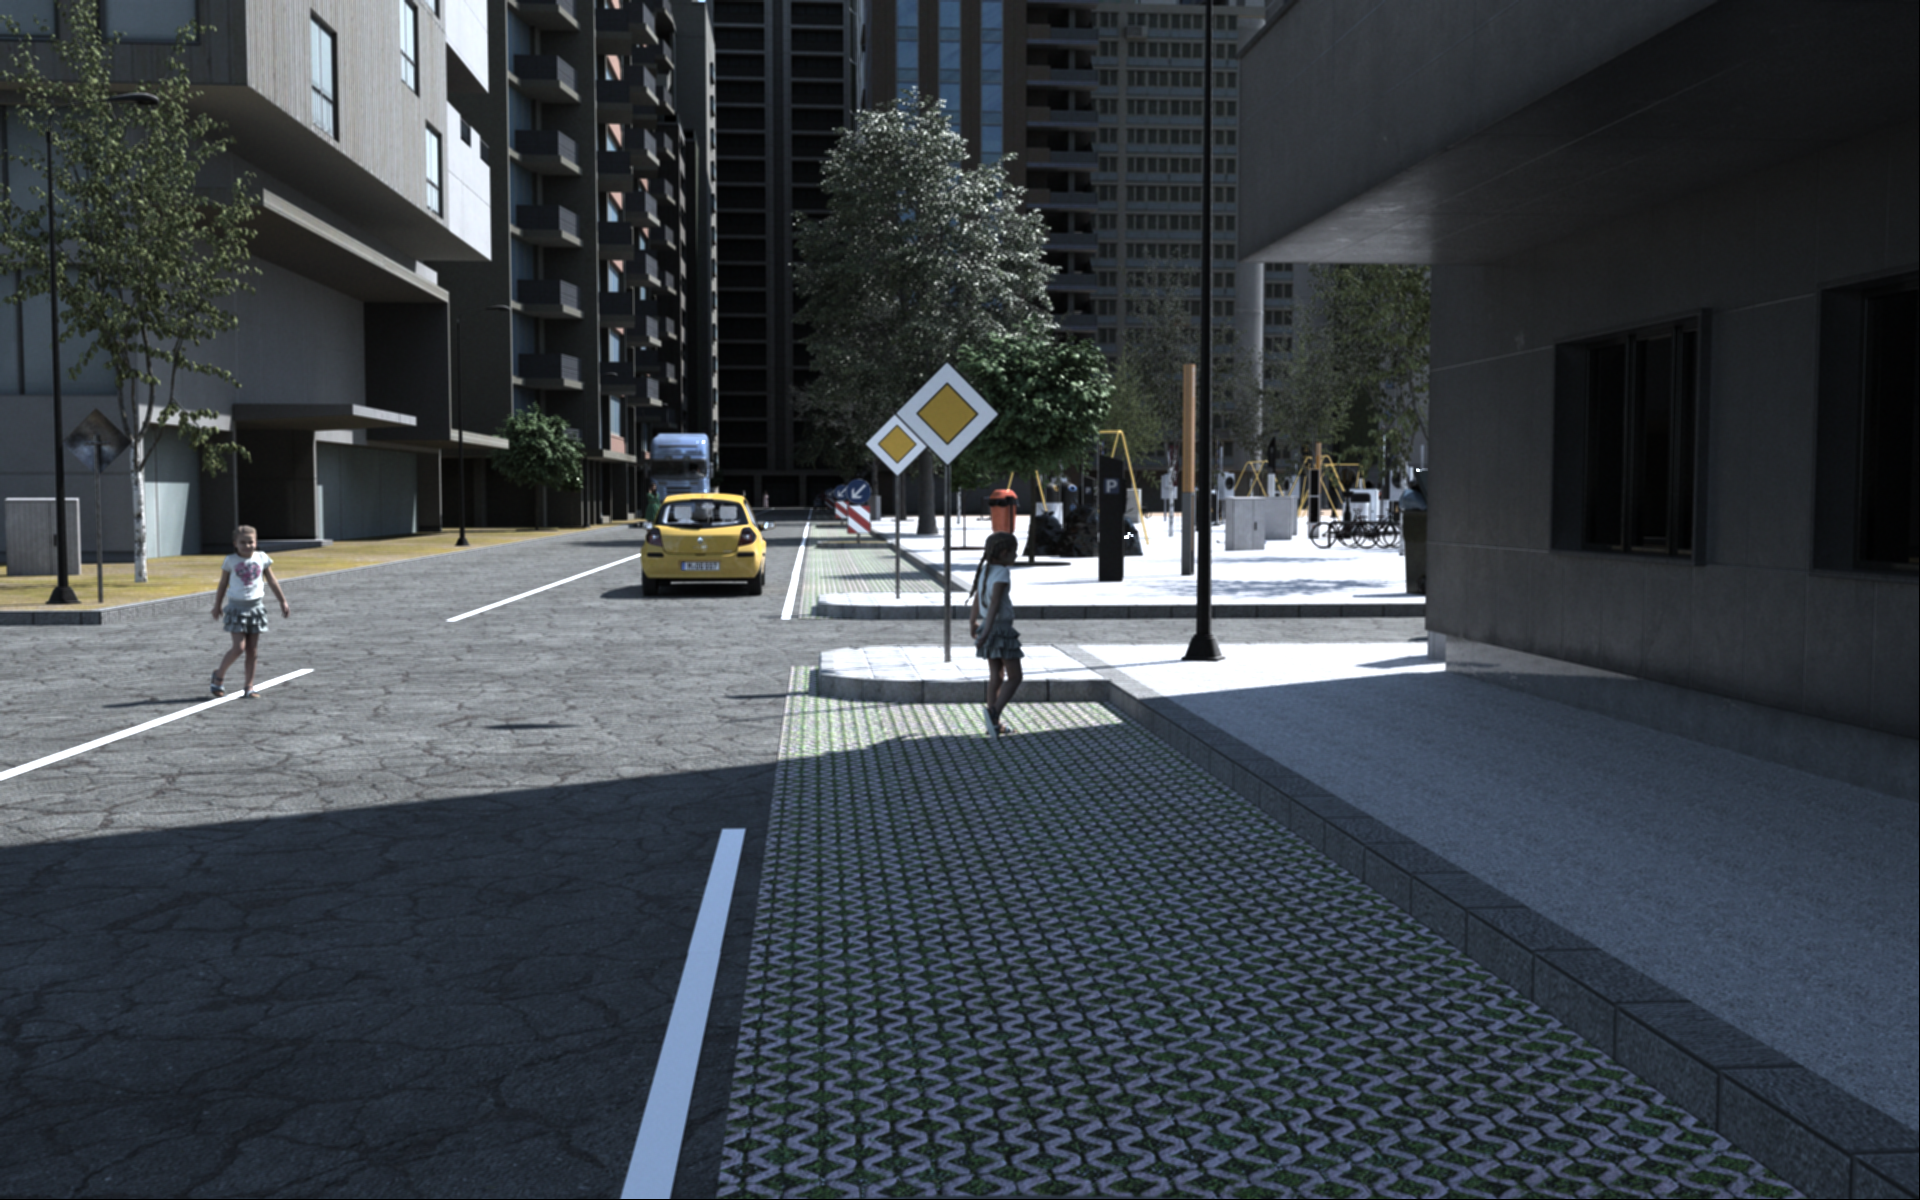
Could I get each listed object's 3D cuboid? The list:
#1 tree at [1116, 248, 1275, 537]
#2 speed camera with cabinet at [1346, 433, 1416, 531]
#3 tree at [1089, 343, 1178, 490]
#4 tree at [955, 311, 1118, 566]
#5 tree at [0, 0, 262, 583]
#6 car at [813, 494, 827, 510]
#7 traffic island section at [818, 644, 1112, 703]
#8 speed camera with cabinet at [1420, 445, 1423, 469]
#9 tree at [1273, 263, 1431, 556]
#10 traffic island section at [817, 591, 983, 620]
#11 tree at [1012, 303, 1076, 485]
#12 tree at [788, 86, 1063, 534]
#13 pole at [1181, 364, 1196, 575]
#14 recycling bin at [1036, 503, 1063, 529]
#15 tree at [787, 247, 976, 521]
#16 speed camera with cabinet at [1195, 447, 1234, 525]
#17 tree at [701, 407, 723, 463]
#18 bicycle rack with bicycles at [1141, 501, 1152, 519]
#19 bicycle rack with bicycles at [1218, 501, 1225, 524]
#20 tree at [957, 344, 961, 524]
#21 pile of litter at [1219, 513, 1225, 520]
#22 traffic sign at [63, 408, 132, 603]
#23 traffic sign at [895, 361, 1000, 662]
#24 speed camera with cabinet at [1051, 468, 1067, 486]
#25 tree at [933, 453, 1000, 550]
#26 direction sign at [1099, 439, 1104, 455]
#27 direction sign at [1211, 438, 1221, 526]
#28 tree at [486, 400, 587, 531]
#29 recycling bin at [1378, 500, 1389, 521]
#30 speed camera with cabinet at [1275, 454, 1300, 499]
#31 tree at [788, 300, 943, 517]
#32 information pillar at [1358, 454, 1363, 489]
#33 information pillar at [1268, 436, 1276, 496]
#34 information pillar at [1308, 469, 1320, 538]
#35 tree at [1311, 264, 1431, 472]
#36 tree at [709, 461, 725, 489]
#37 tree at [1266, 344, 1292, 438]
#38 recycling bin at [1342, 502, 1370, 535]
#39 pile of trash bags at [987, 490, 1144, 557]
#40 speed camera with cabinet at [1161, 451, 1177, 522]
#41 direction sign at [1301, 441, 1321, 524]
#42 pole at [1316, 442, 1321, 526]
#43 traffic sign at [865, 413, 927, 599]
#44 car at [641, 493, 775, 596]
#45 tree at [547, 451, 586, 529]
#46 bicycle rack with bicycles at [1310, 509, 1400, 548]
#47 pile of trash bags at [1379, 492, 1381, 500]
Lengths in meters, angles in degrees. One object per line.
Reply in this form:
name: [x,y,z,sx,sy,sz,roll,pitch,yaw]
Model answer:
tree: [6.457,-6.200,51.739,4.360,8.622,3.978,0,3,0]
speed camera with cabinet: [13.534,-3.766,55.910,2.038,3.252,0.660,1,4,20]
tree: [7.847,-8.201,84.450,4.737,8.622,4.395,0,3,0]
tree: [1.256,-2.907,31.241,4.285,4.588,4.351,0,3,0]
tree: [-11.837,-4.546,24.683,4.737,8.622,4.395,0,3,0]
car: [-12.505,-8.970,158.653,2.014,1.417,4.499,0,4,-5]
traffic island section: [-0.075,0.553,13.239,2.009,0.180,2.903,0,4,-5]
speed camera with cabinet: [18.338,-4.668,70.658,0.660,3.252,2.038,-1,4,-11]
tree: [8.983,-5.226,35.809,4.360,8.622,3.978,0,3,0]
traffic island section: [-0.742,0.066,21.197,2.009,0.180,2.903,0,4,-5]
tree: [2.966,-7.070,65.963,4.360,8.622,3.978,0,3,0]
tree: [-1.017,-9.062,54.822,9.857,13.997,8.962,0,3,0]
pole: [3.601,-2.045,27.279,0.158,3.312,0.155,0,3,0]
recycling bin: [2.583,-2.367,51.251,0.722,1.027,0.722,2,4,28]
tree: [-2.725,-10.589,83.503,12.009,13.543,11.850,0,3,0]
speed camera with cabinet: [10.498,-4.723,71.550,2.038,3.252,0.660,-3,5,-43]
tree: [-21.958,-11.778,142.933,4.360,8.622,3.978,0,3,0]
bicycle rack with bicycles: [8.632,-4.656,89.509,2.925,0.926,2.852,-2,4,-26]
bicycle rack with bicycles: [11.567,-3.801,75.526,2.852,0.926,2.925,-2,4,-30]
tree: [-0.286,-7.532,73.517,4.737,8.622,4.395,0,3,0]
pile of litter: [13.663,-4.419,86.217,1.719,0.858,1.176,0,4,6]
traffic sign: [-10.128,-1.022,20.357,0.795,2.450,0.064,0,4,-5]
traffic sign: [-0.098,-0.582,13.160,0.795,2.450,0.064,0,4,-5]
speed camera with cabinet: [5.695,-5.894,90.699,2.038,3.252,0.660,-3,5,-40]
tree: [0.101,-2.766,39.821,1.663,3.219,1.824,0,3,0]
direction sign: [5.830,-4.860,71.465,0.379,3.537,0.876,1,4,16]
direction sign: [10.294,-4.739,69.483,0.379,3.537,0.876,1,4,15]
tree: [-14.794,-4.700,60.554,4.285,4.588,4.351,0,3,0]
recycling bin: [19.179,-4.061,78.954,0.722,1.027,0.722,1,4,16]
speed camera with cabinet: [16.351,-5.649,86.696,0.660,3.252,2.038,-1,4,-11]
tree: [-4.914,-11.026,97.280,9.611,12.733,9.660,0,3,0]
information pillar: [20.999,-6.089,90.913,0.183,3.616,0.504,0,4,-3]
information pillar: [12.685,-4.840,70.496,0.183,3.616,0.504,-1,4,-18]
information pillar: [10.254,-2.796,50.204,0.304,2.012,0.304,0,4,6]
tree: [7.333,-4.626,26.002,4.737,8.622,4.395,0,3,0]
tree: [-21.757,-10.058,148.167,4.285,4.588,4.351,0,3,0]
tree: [15.766,-7.785,77.640,4.737,8.622,4.395,0,3,0]
recycling bin: [12.153,-2.485,53.176,0.722,1.027,0.722,1,4,22]
pile of trash bags: [2.017,-1.584,35.651,3.447,1.369,1.912,-3,4,-37]
speed camera with cabinet: [10.350,-5.241,80.027,2.038,3.252,0.660,1,4,15]
direction sign: [15.090,-5.047,74.523,0.876,3.537,0.379,0,4,-2]
pole: [14.162,-4.564,68.472,0.158,3.312,0.155,0,3,0]
traffic sign: [-0.764,-1.069,21.118,0.795,2.450,0.064,0,4,-5]
car: [-3.780,-0.959,25.897,2.015,1.641,3.980,0,4,-5]
tree: [-14.477,-4.289,64.733,1.663,3.219,1.824,0,3,0]
bicycle rack with bicycles: [9.950,-1.731,41.676,2.925,0.926,2.852,1,4,13]
pile of trash bags: [23.564,-4.949,90.663,3.447,1.369,1.912,2,4,24]
